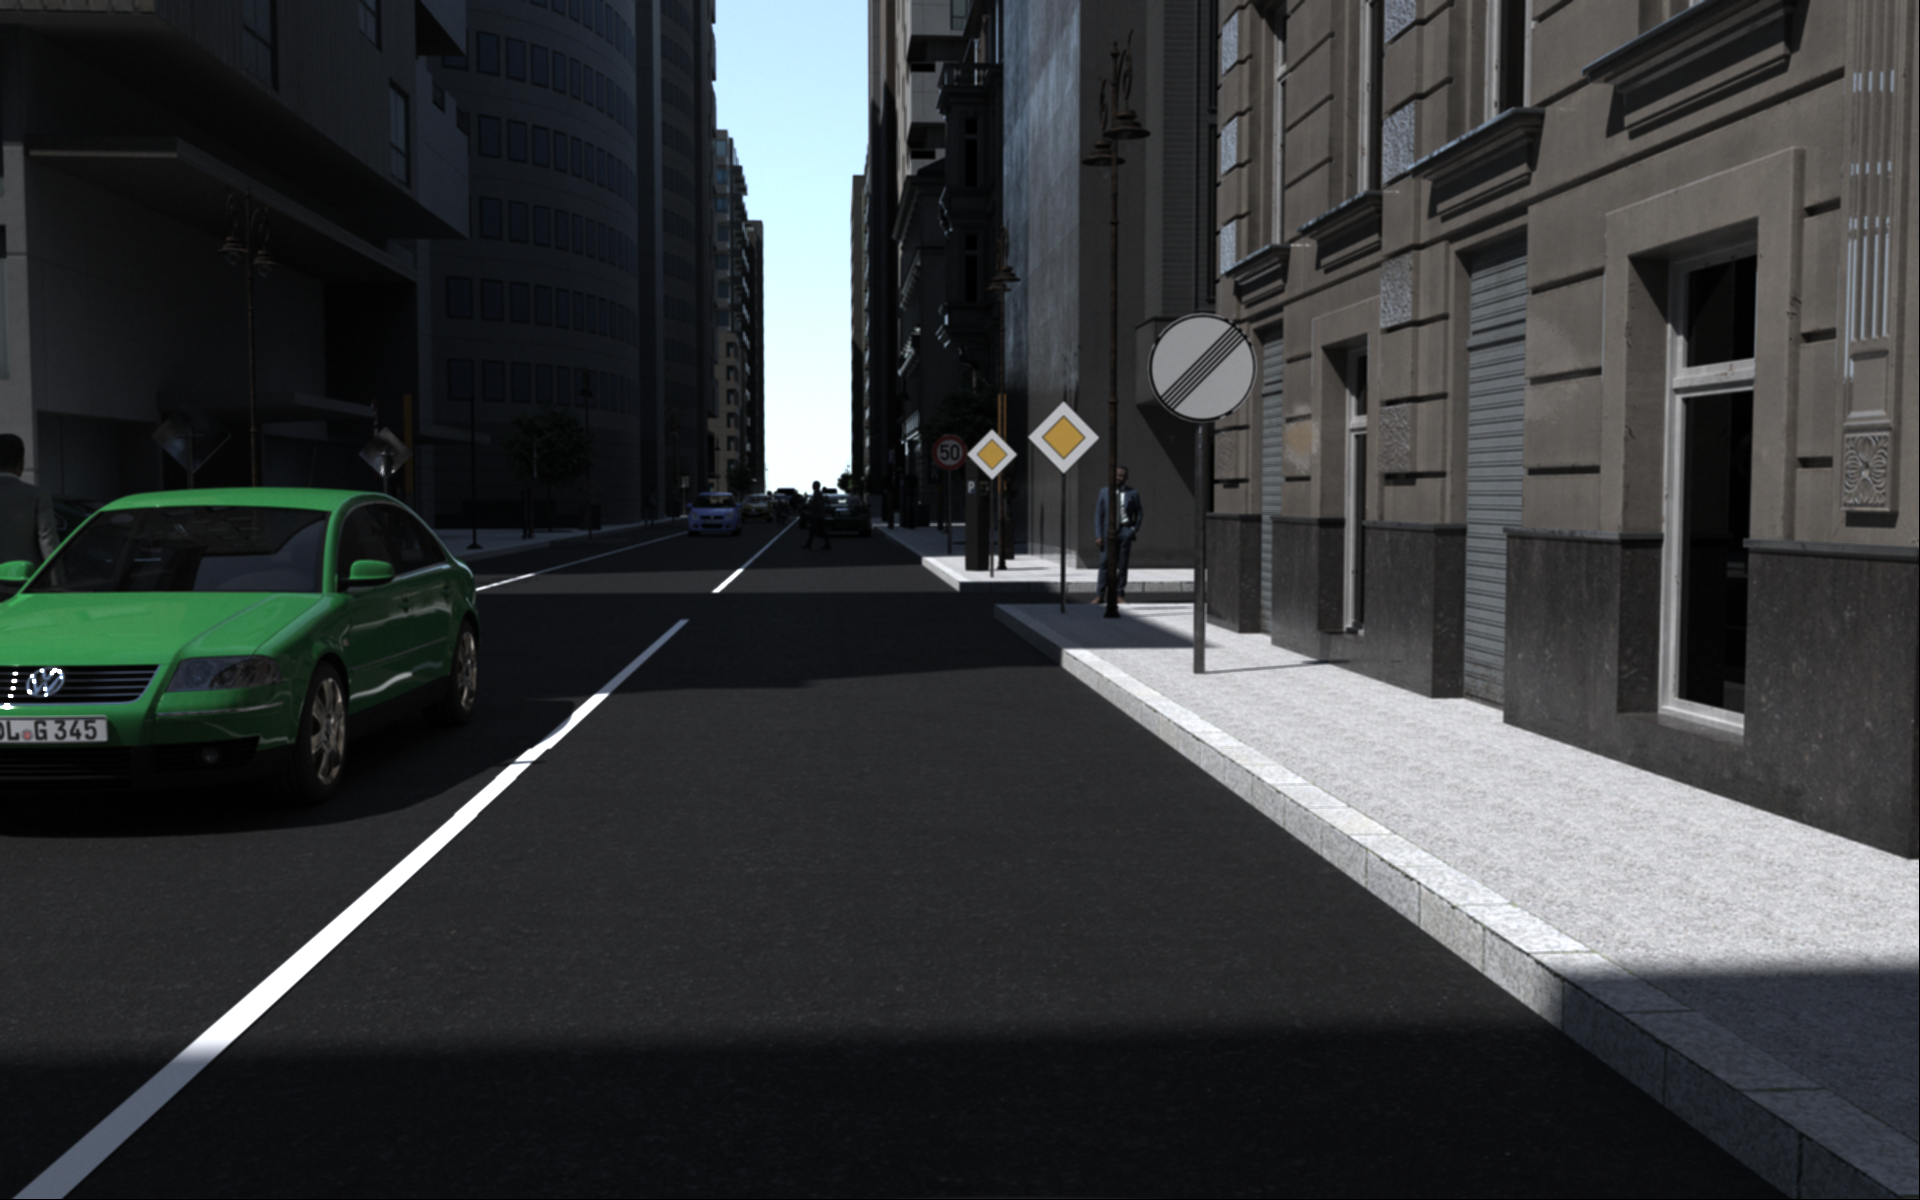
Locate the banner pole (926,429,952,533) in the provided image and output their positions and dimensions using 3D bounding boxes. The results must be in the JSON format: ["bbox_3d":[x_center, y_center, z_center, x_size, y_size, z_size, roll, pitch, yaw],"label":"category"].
[{"bbox_3d":[-0.677,-4.077,56.674,0.863,3.779,0.401,1,4,9],"label":"banner pole"}]

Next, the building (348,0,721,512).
[{"bbox_3d":[-35.932,-34.633,155.491,28.713,52.752,27.495,0,4,-4],"label":"building"}]

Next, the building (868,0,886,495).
[{"bbox_3d":[1.911,-37.941,162.341,21.231,58.520,28.212,0,4,-4],"label":"building"}]

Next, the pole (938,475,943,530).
[{"bbox_3d":[-0.686,-4.106,60.981,0.158,3.312,0.155,0,3,0],"label":"pole"}]

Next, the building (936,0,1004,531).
[{"bbox_3d":[6.430,-15.036,64.925,14.460,24.649,34.723,0,4,-4],"label":"building"}]

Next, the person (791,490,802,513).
[{"bbox_3d":[-12.644,-7.621,133.652,0.990,1.755,0.434,-2,4,-27],"label":"person"}]

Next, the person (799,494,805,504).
[{"bbox_3d":[-11.125,-6.753,122.152,0.421,1.427,0.697,-3,5,-41],"label":"person"}]

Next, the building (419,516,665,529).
[{"bbox_3d":[-24.650,-32.495,73.290,21.231,58.520,28.212,0,4,-4],"label":"building"}]

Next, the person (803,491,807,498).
[{"bbox_3d":[-17.905,-11.753,201.367,1.217,1.736,0.721,-2,4,-24],"label":"person"}]

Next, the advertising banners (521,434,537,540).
[{"bbox_3d":[-12.341,-3.274,49.715,0.090,3.025,2.074,0,4,-2],"label":"advertising banners"}]

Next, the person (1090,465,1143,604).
[{"bbox_3d":[2.007,-0.837,22.360,0.721,1.800,0.419,0,4,-3],"label":"person"}]

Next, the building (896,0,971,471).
[{"bbox_3d":[9.451,-32.501,120.635,28.713,52.752,27.495,0,4,-4],"label":"building"}]

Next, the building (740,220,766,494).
[{"bbox_3d":[-35.628,-34.696,250.865,14.154,41.232,14.086,0,4,-4],"label":"building"}]

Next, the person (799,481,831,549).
[{"bbox_3d":[-3.787,-2.219,45.176,0.834,1.777,0.661,-1,4,-11],"label":"person"}]

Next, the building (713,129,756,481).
[{"bbox_3d":[-39.306,-37.213,228.045,23.786,49.044,30.456,0,4,-4],"label":"building"}]

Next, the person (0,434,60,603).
[{"bbox_3d":[-5.695,-0.097,10.358,0.678,1.792,0.850,-1,4,-17],"label":"person"}]

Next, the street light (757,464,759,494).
[{"bbox_3d":[-25.718,-15.162,220.684,0.468,5.910,1.993,0,4,-4],"label":"street light"}]

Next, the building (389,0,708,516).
[{"bbox_3d":[-30.288,-35.807,127.441,21.231,58.520,28.212,0,4,-4],"label":"building"}]

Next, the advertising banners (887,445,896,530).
[{"bbox_3d":[-2.476,-4.070,62.734,0.090,3.025,2.074,-1,4,-9],"label":"advertising banners"}]

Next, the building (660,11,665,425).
[{"bbox_3d":[-26.029,-27.941,106.944,14.600,45.320,14.200,0,4,-4],"label":"building"}]

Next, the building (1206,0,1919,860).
[{"bbox_3d":[9.015,-12.695,4.830,12.463,27.353,25.104,0,4,-4],"label":"building"}]

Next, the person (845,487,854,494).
[{"bbox_3d":[-5.898,-5.151,92.981,0.793,1.790,0.793,3,5,44],"label":"person"}]

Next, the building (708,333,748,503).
[{"bbox_3d":[-38.970,-21.661,199.200,27.650,21.520,28.899,0,4,-4],"label":"building"}]

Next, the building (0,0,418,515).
[{"bbox_3d":[-26.738,-27.411,37.410,28.713,52.752,27.495,0,4,-4],"label":"building"}]

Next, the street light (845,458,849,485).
[{"bbox_3d":[-14.391,-15.356,223.852,0.468,5.910,1.993,0,4,-4],"label":"street light"}]

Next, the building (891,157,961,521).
[{"bbox_3d":[1.997,-13.902,91.925,10.561,19.102,19.286,0,4,-4],"label":"building"}]

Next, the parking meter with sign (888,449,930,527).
[{"bbox_3d":[-1.971,-4.381,67.882,1.738,3.016,0.543,-3,5,-40],"label":"parking meter with sign"}]

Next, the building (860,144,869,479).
[{"bbox_3d":[-0.126,-36.109,209.988,23.786,49.044,30.456,0,4,-4],"label":"building"}]

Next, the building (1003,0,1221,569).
[{"bbox_3d":[16.438,-13.226,35.317,30.058,24.678,14.314,0,4,-4],"label":"building"}]

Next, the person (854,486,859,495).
[{"bbox_3d":[-4.705,-4.242,78.194,0.374,1.781,0.599,0,4,7],"label":"person"}]

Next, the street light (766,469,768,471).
[{"bbox_3d":[-28.639,-17.383,256.993,0.468,5.910,1.993,0,4,-4],"label":"street light"}]

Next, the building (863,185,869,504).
[{"bbox_3d":[-5.978,-33.546,232.069,14.154,41.232,14.086,0,4,-4],"label":"building"}]

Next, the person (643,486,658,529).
[{"bbox_3d":[-12.703,-3.812,71.172,0.623,1.781,0.721,0,4,-7],"label":"person"}]

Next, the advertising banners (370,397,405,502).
[{"bbox_3d":[-10.709,-2.215,32.401,0.090,3.025,2.074,0,4,-3],"label":"advertising banners"}]

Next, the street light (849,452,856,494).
[{"bbox_3d":[-11.569,-13.183,188.321,0.468,5.910,1.993,0,4,-4],"label":"street light"}]

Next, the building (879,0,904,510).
[{"bbox_3d":[0.662,-30.049,141.417,14.600,45.320,14.200,0,4,-4],"label":"building"}]

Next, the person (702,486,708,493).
[{"bbox_3d":[-12.506,-4.689,85.262,0.391,1.810,0.635,-3,5,-45],"label":"person"}]

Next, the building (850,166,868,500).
[{"bbox_3d":[-4.914,-38.313,250.120,21.300,48.544,21.600,0,4,-4],"label":"building"}]

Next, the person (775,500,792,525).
[{"bbox_3d":[-8.247,-4.094,80.931,0.738,1.151,1.012,3,5,43],"label":"person"}]

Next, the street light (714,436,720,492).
[{"bbox_3d":[-19.364,-10.132,138.447,0.468,5.910,1.993,0,4,-4],"label":"street light"}]

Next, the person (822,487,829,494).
[{"bbox_3d":[-6.067,-4.233,78.136,0.576,1.772,0.534,-2,4,-32],"label":"person"}]

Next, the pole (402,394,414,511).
[{"bbox_3d":[-11.293,-2.545,35.449,0.158,3.312,0.155,0,3,0],"label":"pole"}]

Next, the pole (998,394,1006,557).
[{"bbox_3d":[0.860,-2.541,35.394,0.158,3.312,0.155,0,3,0],"label":"pole"}]

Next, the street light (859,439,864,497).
[{"bbox_3d":[-8.086,-10.346,141.947,0.468,5.910,1.993,0,4,-4],"label":"street light"}]
